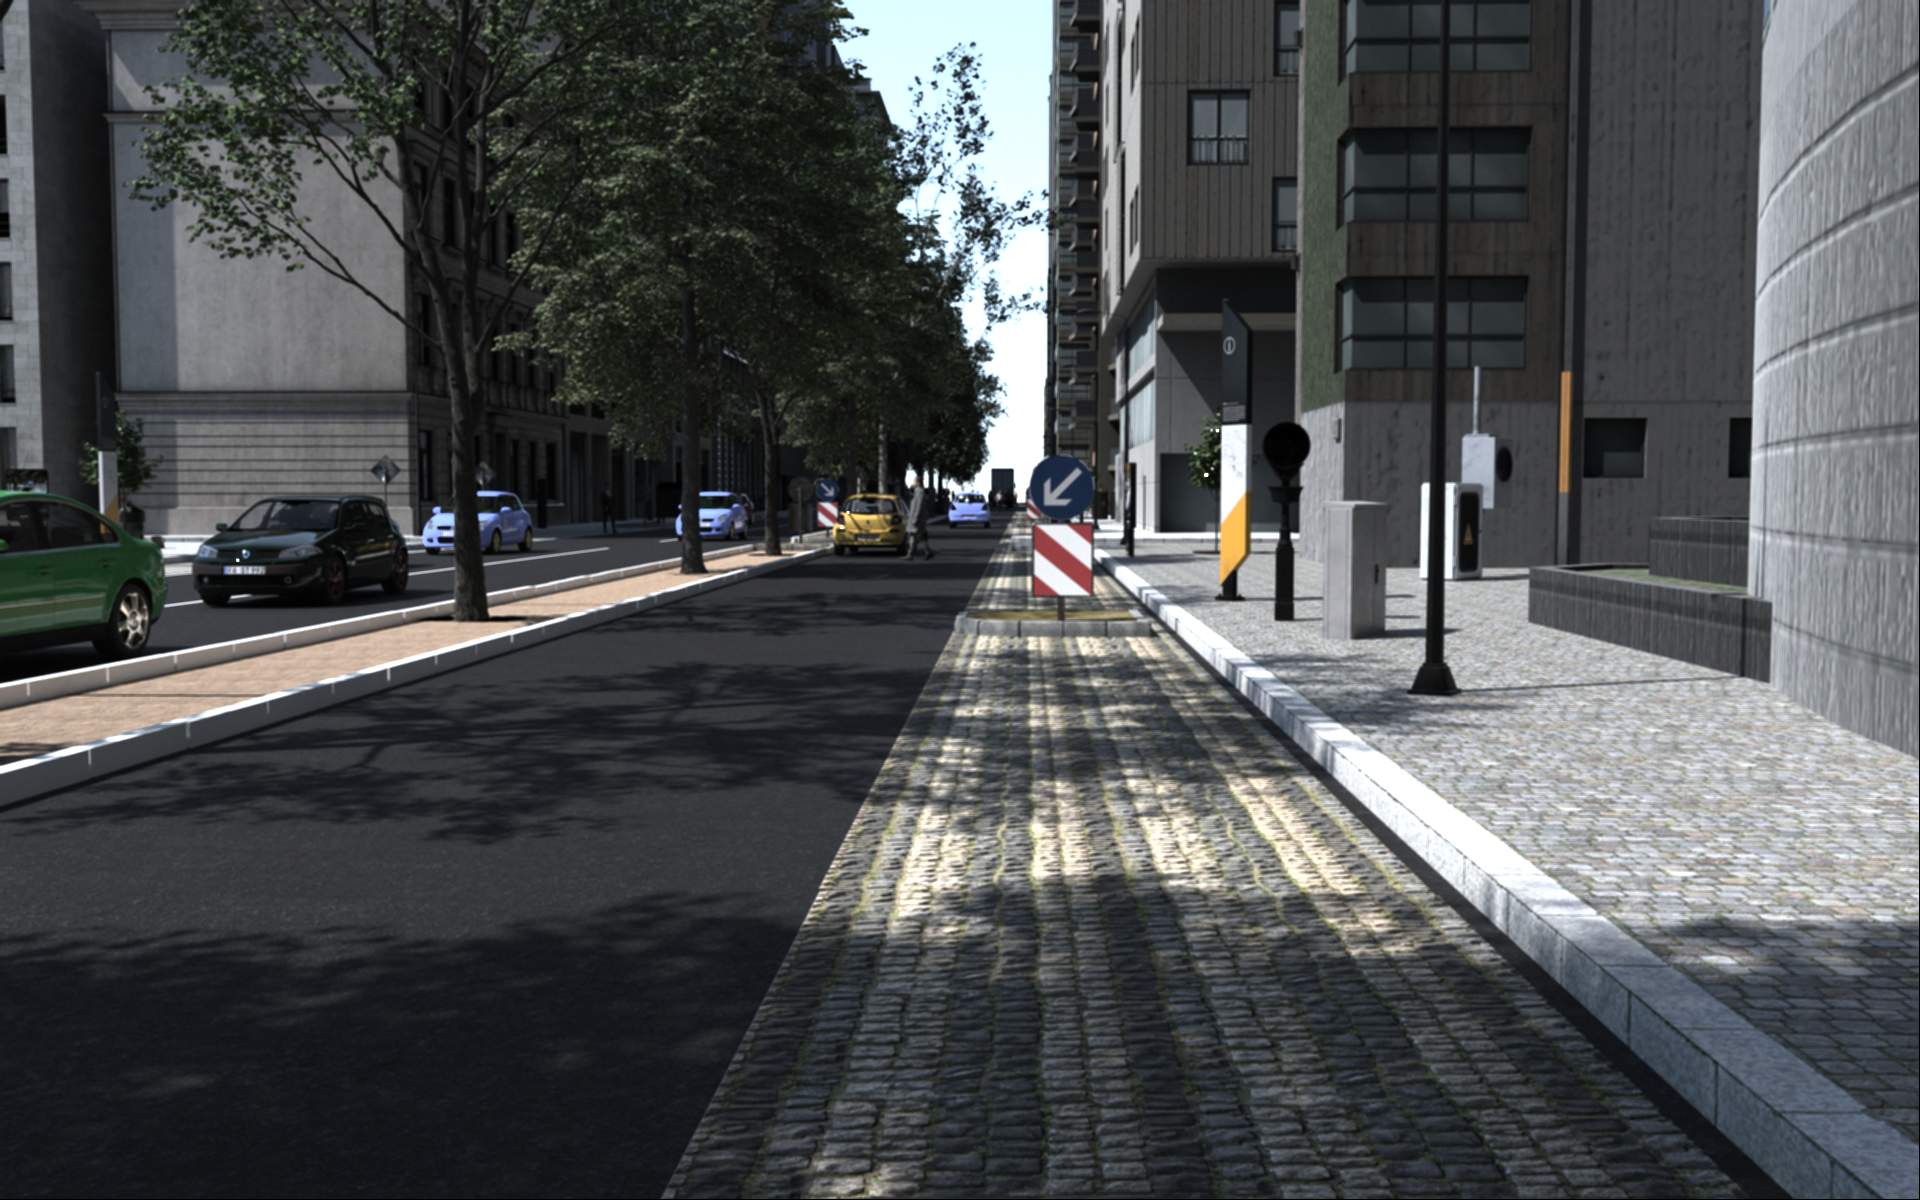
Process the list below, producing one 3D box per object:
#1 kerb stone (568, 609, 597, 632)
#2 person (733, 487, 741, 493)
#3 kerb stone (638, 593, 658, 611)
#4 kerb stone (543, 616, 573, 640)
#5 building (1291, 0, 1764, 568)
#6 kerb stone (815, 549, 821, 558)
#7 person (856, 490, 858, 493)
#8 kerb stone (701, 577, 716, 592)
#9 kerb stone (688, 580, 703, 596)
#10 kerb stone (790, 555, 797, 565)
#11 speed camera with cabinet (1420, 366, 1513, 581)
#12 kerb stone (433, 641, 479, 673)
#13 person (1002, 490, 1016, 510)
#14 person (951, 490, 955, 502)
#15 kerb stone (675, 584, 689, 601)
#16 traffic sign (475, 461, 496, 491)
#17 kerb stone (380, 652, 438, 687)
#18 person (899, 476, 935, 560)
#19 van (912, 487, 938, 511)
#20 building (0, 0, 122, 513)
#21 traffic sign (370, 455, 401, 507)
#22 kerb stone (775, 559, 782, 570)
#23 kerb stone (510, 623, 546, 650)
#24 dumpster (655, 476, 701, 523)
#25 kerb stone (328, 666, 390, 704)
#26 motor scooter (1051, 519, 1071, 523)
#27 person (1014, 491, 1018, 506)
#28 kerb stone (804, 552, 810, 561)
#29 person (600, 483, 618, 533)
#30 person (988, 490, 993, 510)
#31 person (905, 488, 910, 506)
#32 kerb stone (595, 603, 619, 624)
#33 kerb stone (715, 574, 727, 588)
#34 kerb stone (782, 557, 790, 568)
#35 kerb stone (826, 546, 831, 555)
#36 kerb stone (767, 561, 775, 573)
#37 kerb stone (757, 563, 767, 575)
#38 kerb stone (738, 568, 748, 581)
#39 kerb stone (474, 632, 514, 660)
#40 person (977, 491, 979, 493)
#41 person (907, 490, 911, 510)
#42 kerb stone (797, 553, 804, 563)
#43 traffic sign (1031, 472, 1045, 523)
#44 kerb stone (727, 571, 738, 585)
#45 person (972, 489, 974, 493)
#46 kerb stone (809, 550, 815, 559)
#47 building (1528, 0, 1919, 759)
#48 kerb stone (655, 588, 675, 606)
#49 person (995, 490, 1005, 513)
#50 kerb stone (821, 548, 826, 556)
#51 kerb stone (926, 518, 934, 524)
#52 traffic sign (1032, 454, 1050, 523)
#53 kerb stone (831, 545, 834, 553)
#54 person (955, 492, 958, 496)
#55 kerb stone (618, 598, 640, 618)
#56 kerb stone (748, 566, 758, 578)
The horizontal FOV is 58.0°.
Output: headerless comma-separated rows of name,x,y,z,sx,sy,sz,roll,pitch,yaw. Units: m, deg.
kerb stone,-4.072,0.230,18.436,0.120,0.150,1.000,0,4,2
person,-12.648,-5.478,98.042,0.580,1.828,0.573,1,4,17
kerb stone,-3.952,0.046,21.520,0.120,0.150,1.000,0,4,2
kerb stone,-4.108,0.295,17.414,0.120,0.150,1.000,0,4,2
building,13.913,-16.149,35.737,14.160,30.474,14.107,0,4,2
kerb stone,-3.302,-1.022,38.906,0.120,0.150,1.000,0,4,2
person,-7.641,-7.361,129.558,1.217,1.736,0.721,0,4,-7
kerb stone,-3.800,-0.209,25.617,0.120,0.150,1.000,0,4,2
kerb stone,-3.842,-0.146,24.596,0.120,0.150,1.000,0,4,2
kerb stone,-3.459,-0.768,34.818,0.120,0.150,1.000,0,4,2
speed camera with cabinet,7.709,-1.952,26.258,0.660,3.252,2.038,3,5,41
kerb stone,-4.223,0.480,14.345,0.120,0.150,1.000,0,4,2
person,4.334,-8.925,154.521,1.348,1.812,0.705,-1,4,-15
person,-0.641,-9.706,167.125,0.705,1.831,1.348,1,4,9
kerb stone,-3.879,-0.077,23.574,0.120,0.150,1.000,0,4,2
traffic sign,-14.425,-2.983,52.409,0.795,2.450,0.064,0,4,2
kerb stone,-4.262,0.543,13.324,0.120,0.150,1.000,0,4,2
person,-0.932,-1.764,37.437,0.767,1.812,0.694,0,4,-1
van,-2.847,-8.755,147.526,2.240,2.365,5.245,0,4,2
building,-36.020,-12.406,57.590,16.860,20.320,10.420,0,4,2
traffic sign,-14.725,-2.495,44.429,0.795,2.450,0.064,0,4,2
kerb stone,-3.540,-0.642,32.770,0.120,0.150,1.000,0,4,2
kerb stone,-4.143,0.358,16.392,0.120,0.150,1.000,0,4,2
dumpster,-13.191,-4.654,81.045,1.985,2.255,1.502,0,4,3
kerb stone,-4.307,0.608,12.298,0.120,0.150,1.000,0,4,2
motor scooter,2.035,-1.350,34.855,0.815,1.314,1.986,0,4,3
person,6.979,-12.731,216.590,0.705,1.831,1.348,-1,4,-18
kerb stone,-3.379,-0.897,36.861,0.120,0.150,1.000,0,4,2
person,-12.792,-3.361,63.229,0.659,1.850,0.755,-3,4,-38
person,2.723,-8.902,154.592,0.434,1.755,0.990,2,4,24
person,-3.353,-5.930,105.572,0.709,1.813,0.853,1,4,12
kerb stone,-4.033,0.167,19.461,0.120,0.150,1.000,0,4,2
kerb stone,-3.768,-0.272,26.639,0.120,0.150,1.000,0,4,2
kerb stone,-3.488,-0.705,33.796,0.120,0.150,1.000,0,4,2
kerb stone,-3.226,-1.142,40.950,0.120,0.150,1.000,0,4,2
kerb stone,-3.570,-0.584,31.747,0.120,0.150,1.000,0,4,2
kerb stone,-3.602,-0.522,30.726,0.120,0.150,1.000,0,4,2
kerb stone,-3.686,-0.397,28.682,0.120,0.150,1.000,0,4,2
kerb stone,-4.191,0.417,15.371,0.120,0.150,1.000,0,4,2
person,1.437,-8.477,147.815,0.721,1.735,1.217,1,4,15
person,-3.952,-7.421,130.504,0.551,1.740,0.621,1,4,16
kerb stone,-3.414,-0.834,35.839,0.120,0.150,1.000,0,4,2
traffic sign,2.507,-2.943,51.755,0.795,2.450,0.064,0,4,2
kerb stone,-3.728,-0.330,27.661,0.120,0.150,1.000,0,4,2
person,1.031,-7.836,136.621,1.348,1.824,0.705,0,4,1
kerb stone,-3.345,-0.956,37.883,0.120,0.150,1.000,0,4,2
building,14.899,-28.269,4.205,21.231,58.520,28.212,0,4,2
kerb stone,-3.910,-0.021,22.547,0.120,0.150,1.000,0,4,2
person,3.029,-7.487,131.857,0.756,1.711,0.436,0,3,0
kerb stone,-3.265,-1.085,39.928,0.120,0.150,1.000,0,4,2
kerb stone,-1.512,-3.937,86.573,0.120,0.150,1.000,0,4,2
traffic sign,2.207,-2.455,43.775,0.795,2.450,0.064,0,4,2
kerb stone,-3.184,-1.200,41.981,0.120,0.150,1.000,0,4,2
person,-0.380,-16.753,283.192,1.217,1.735,0.721,0,4,2
kerb stone,-3.989,0.104,20.491,0.120,0.150,1.000,0,4,2
kerb stone,-3.645,-0.457,29.704,0.120,0.150,1.000,0,4,2
